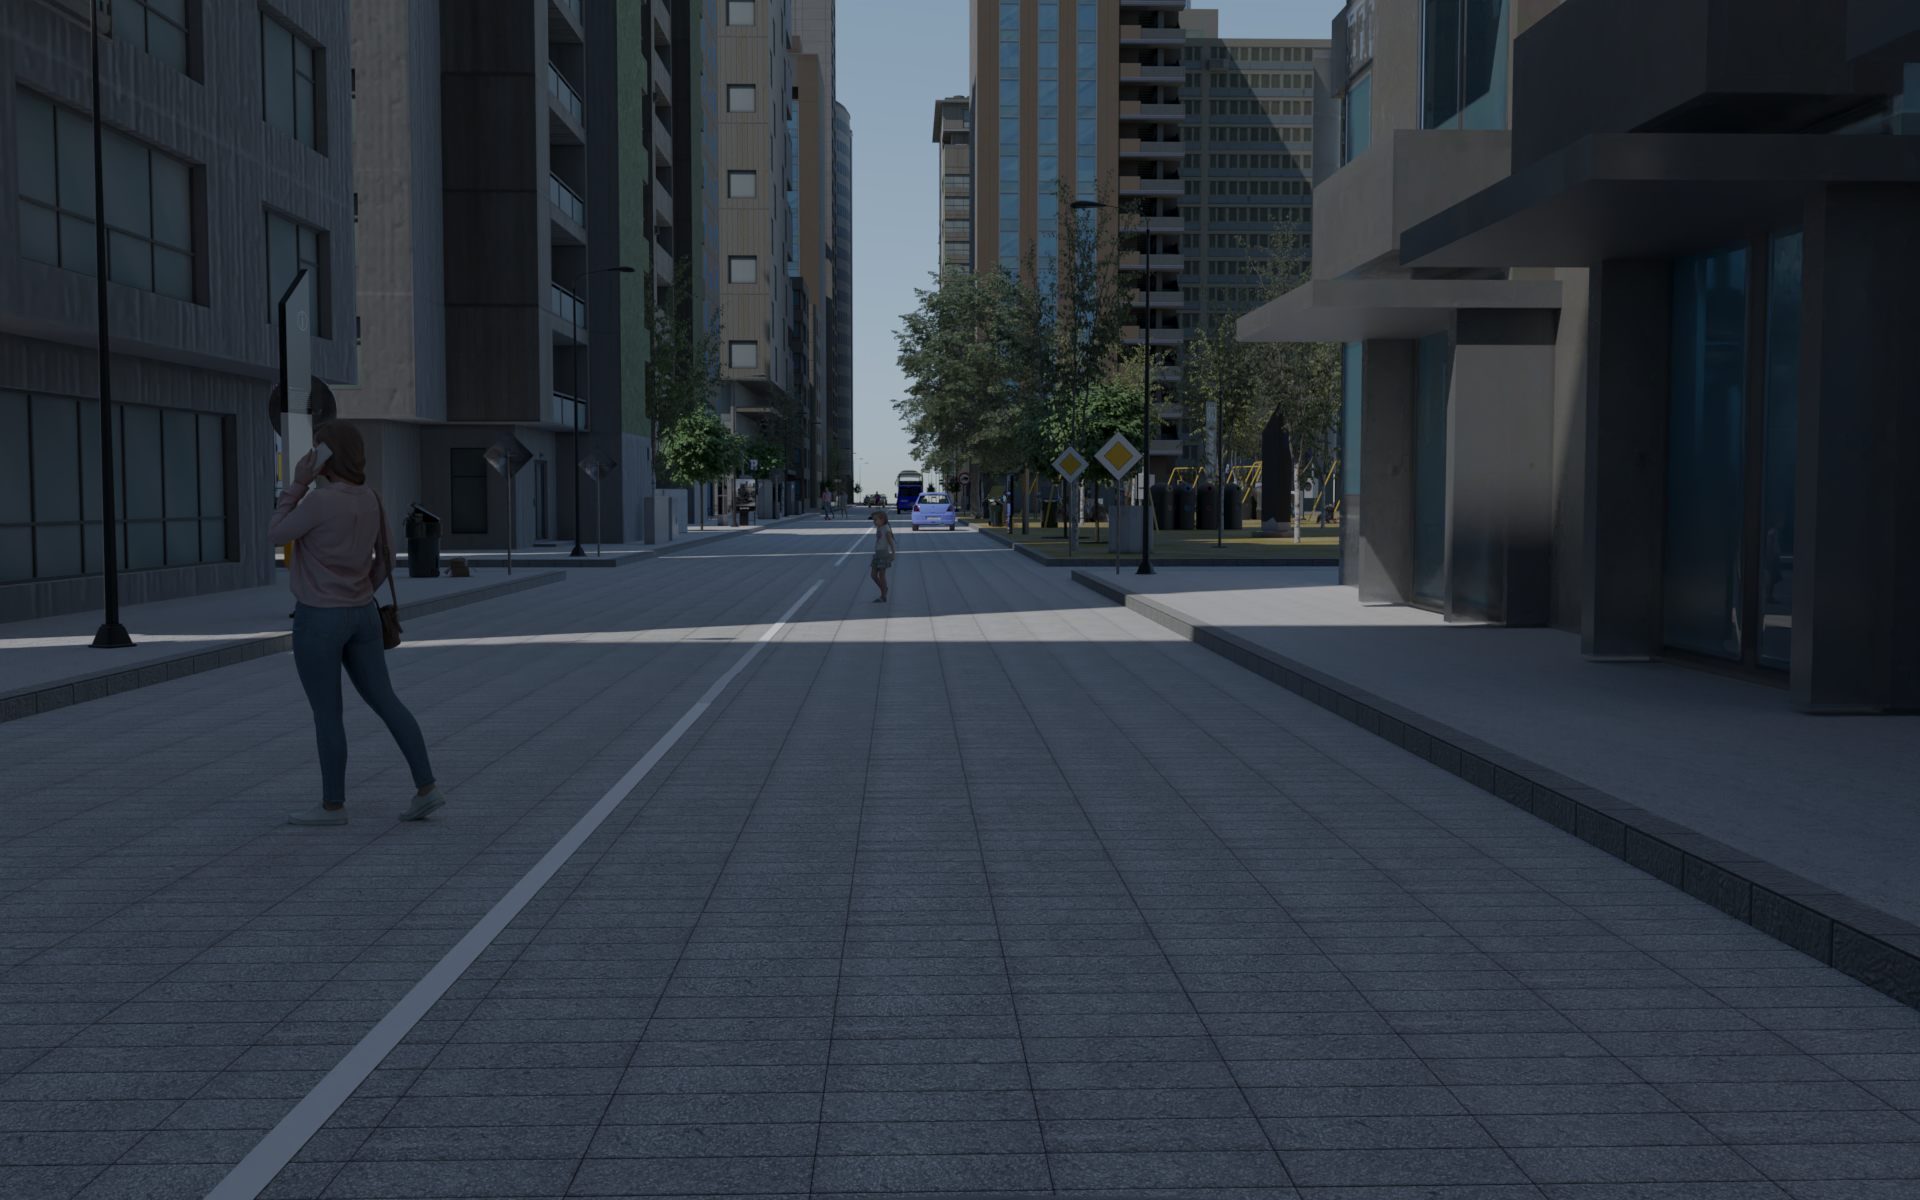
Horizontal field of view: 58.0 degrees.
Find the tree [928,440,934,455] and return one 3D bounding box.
[{"bbox_3d":[-1.704,-15.004,195.672,4.737,8.622,4.395,0,3,0],"label":"tree"}]

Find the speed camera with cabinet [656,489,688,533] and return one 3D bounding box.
[{"bbox_3d":[-9.862,-3.792,56.333,2.038,3.252,0.660,-3,5,-45],"label":"speed camera with cabinet"}]

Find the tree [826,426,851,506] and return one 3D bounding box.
[{"bbox_3d":[-13.497,-14.447,186.572,4.360,8.622,3.978,0,3,0],"label":"tree"}]

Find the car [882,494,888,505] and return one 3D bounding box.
[{"bbox_3d":[-10.136,-12.905,219.798,1.959,1.807,4.718,0,4,-1],"label":"car"}]

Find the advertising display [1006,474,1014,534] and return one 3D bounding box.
[{"bbox_3d":[1.616,-3.102,55.932,0.123,1.923,0.974,0,4,-5],"label":"advertising display"}]

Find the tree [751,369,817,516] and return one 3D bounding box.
[{"bbox_3d":[-10.419,-9.250,101.593,4.360,8.622,3.978,0,3,0],"label":"tree"}]

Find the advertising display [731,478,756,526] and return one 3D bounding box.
[{"bbox_3d":[-8.664,-3.927,69.416,0.974,1.923,0.123,-1,4,-13],"label":"advertising display"}]

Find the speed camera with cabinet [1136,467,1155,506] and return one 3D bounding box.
[{"bbox_3d":[8.862,-5.076,77.325,2.038,3.252,0.660,3,4,37],"label":"speed camera with cabinet"}]

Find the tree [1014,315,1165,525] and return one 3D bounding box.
[{"bbox_3d":[5.206,-7.354,70.607,4.737,8.622,4.395,0,3,0],"label":"tree"}]

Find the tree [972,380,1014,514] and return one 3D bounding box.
[{"bbox_3d":[3.800,-9.427,104.495,4.737,8.622,4.395,0,3,0],"label":"tree"}]

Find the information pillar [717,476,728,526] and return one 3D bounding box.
[{"bbox_3d":[-9.540,-3.980,69.566,0.304,2.012,0.304,2,4,30],"label":"information pillar"}]

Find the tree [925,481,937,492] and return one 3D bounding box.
[{"bbox_3d":[-4.569,-16.440,263.397,1.663,3.219,1.824,0,3,0],"label":"tree"}]

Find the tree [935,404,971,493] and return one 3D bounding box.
[{"bbox_3d":[1.610,-9.842,111.273,4.737,8.622,4.395,0,3,0],"label":"tree"}]

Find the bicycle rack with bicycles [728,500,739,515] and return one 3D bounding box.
[{"bbox_3d":[-14.032,-5.532,103.836,2.925,0.926,2.852,-3,5,-45],"label":"bicycle rack with bicycles"}]

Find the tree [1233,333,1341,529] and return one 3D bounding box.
[{"bbox_3d":[13.298,-6.973,64.371,4.737,8.622,4.395,0,3,0],"label":"tree"}]

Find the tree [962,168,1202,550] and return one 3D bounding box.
[{"bbox_3d":[2.475,-5.445,39.388,4.360,8.622,3.978,0,3,0],"label":"tree"}]

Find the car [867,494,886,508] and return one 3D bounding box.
[{"bbox_3d":[-8.766,-10.521,182.244,2.015,1.641,3.980,0,4,-1],"label":"car"}]

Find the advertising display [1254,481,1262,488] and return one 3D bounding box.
[{"bbox_3d":[15.465,-5.087,88.378,0.974,1.923,0.123,-1,4,-8],"label":"advertising display"}]

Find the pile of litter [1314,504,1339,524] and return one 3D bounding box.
[{"bbox_3d":[16.151,-3.730,74.951,1.719,0.858,1.176,0,4,-1],"label":"pile of litter"}]

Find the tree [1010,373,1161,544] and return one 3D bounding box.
[{"bbox_3d":[3.150,-4.073,50.301,4.285,4.588,4.351,0,3,0],"label":"tree"}]

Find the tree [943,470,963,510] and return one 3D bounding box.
[{"bbox_3d":[-0.593,-8.914,140.342,1.663,3.219,1.824,0,3,0],"label":"tree"}]

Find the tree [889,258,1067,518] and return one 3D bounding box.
[{"bbox_3d":[0.938,-11.476,94.282,9.857,13.997,8.962,0,3,0],"label":"tree"}]

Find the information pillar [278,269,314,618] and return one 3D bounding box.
[{"bbox_3d":[-6.833,-1.622,17.872,0.183,3.616,0.504,1,4,8],"label":"information pillar"}]

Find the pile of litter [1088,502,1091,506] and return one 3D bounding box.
[{"bbox_3d":[6.693,-4.934,94.640,1.176,0.858,1.719,0,4,0],"label":"pile of litter"}]

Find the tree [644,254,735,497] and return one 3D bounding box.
[{"bbox_3d":[-9.063,-6.238,52.354,4.737,8.622,4.395,0,3,0],"label":"tree"}]

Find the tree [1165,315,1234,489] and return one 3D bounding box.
[{"bbox_3d":[11.093,-7.469,72.478,4.737,8.622,4.395,0,3,0],"label":"tree"}]

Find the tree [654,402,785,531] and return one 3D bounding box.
[{"bbox_3d":[-9.096,-4.687,60.339,4.285,4.588,4.351,0,3,0],"label":"tree"}]

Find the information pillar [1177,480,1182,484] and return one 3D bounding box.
[{"bbox_3d":[11.687,-5.345,91.877,0.304,2.012,0.304,0,4,5],"label":"information pillar"}]

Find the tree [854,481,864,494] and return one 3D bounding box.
[{"bbox_3d":[-14.579,-15.506,248.130,1.663,3.219,1.824,0,3,0],"label":"tree"}]

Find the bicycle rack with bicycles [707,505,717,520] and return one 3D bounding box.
[{"bbox_3d":[-13.714,-4.359,84.652,2.852,0.926,2.925,-2,4,-33],"label":"bicycle rack with bicycles"}]

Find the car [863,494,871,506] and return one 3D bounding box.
[{"bbox_3d":[-10.802,-12.137,210.444,2.014,1.417,4.499,0,4,0],"label":"car"}]

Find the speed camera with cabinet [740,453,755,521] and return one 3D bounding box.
[{"bbox_3d":[-10.149,-5.408,82.751,0.660,3.252,2.038,-1,4,-10],"label":"speed camera with cabinet"}]

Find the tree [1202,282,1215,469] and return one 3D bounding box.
[{"bbox_3d":[8.747,-6.595,58.189,4.360,8.622,3.978,0,3,0],"label":"tree"}]

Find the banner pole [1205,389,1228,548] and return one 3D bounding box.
[{"bbox_3d":[6.084,-3.139,41.345,0.401,3.779,0.863,3,5,43],"label":"banner pole"}]

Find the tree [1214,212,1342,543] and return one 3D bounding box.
[{"bbox_3d":[8.883,-5.796,45.128,4.360,8.622,3.978,0,3,0],"label":"tree"}]

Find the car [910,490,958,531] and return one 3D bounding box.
[{"bbox_3d":[-1.029,-3.587,68.243,1.945,1.707,3.694,0,4,0],"label":"car"}]

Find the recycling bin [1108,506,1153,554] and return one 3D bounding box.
[{"bbox_3d":[3.715,-1.536,37.675,0.722,1.027,0.722,-2,4,-33],"label":"recycling bin"}]

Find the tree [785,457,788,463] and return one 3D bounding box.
[{"bbox_3d":[-10.677,-6.575,91.208,4.285,4.588,4.351,0,3,0],"label":"tree"}]

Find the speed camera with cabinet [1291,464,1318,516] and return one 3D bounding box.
[{"bbox_3d":[20.062,-6.576,101.852,0.660,3.252,2.038,-3,5,-42],"label":"speed camera with cabinet"}]

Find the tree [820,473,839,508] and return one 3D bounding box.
[{"bbox_3d":[-11.960,-10.102,159.772,1.663,3.219,1.824,0,3,0],"label":"tree"}]
